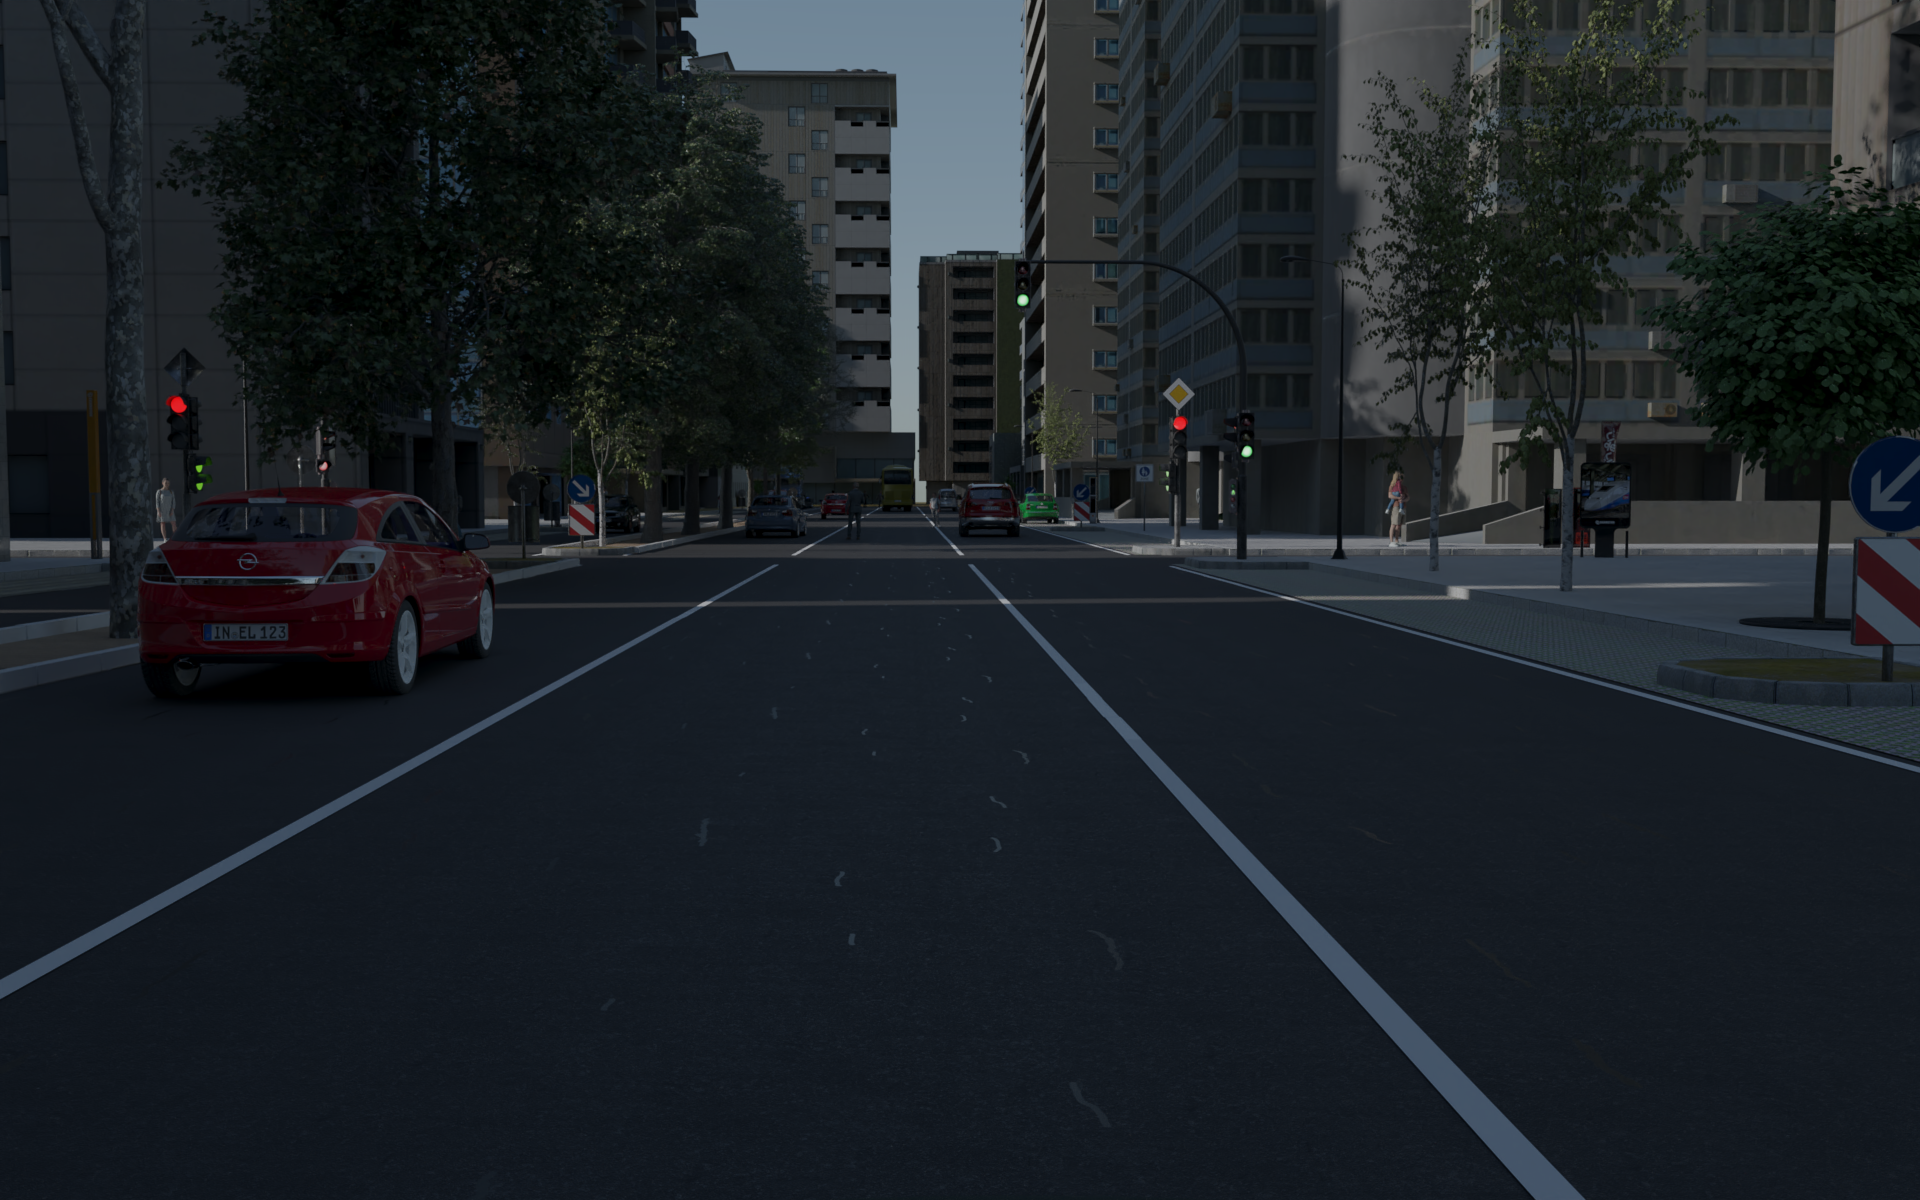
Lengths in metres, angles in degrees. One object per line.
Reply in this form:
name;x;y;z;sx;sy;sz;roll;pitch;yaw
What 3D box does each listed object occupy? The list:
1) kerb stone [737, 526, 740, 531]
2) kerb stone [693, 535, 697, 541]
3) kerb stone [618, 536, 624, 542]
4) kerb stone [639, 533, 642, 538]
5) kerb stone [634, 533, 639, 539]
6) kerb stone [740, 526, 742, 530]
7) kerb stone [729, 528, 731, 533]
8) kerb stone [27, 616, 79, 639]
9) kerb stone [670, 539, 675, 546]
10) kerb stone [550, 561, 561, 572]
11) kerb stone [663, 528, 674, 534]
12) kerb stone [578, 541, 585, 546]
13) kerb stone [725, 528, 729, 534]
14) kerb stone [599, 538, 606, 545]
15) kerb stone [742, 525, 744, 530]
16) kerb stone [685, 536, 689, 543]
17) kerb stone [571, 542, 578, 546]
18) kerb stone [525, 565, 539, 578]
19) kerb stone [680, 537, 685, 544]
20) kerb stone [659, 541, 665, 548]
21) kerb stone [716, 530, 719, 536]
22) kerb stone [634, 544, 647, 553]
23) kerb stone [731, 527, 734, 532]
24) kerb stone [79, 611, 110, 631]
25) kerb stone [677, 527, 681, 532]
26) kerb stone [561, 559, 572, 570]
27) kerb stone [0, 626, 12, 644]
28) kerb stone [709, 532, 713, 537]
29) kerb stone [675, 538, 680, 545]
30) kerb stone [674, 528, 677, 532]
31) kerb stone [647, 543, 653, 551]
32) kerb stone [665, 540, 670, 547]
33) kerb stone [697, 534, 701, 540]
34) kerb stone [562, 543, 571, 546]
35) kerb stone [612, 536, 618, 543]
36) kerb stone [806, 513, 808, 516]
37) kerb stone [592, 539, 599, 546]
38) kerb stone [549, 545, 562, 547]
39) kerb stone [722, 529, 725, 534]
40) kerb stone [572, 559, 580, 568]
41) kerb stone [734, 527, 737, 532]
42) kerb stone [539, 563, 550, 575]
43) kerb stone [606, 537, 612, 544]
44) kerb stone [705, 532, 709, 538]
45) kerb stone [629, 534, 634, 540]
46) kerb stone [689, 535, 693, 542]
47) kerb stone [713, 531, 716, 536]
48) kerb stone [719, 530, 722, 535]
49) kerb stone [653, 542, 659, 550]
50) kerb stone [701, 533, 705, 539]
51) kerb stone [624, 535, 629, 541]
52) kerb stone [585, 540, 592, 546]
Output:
kerb stone;-8.636;-2.693;66.227;0.120;0.150;1.000;0;4;-2
kerb stone;-8.222;-1.878;52.906;0.120;0.150;1.000;0;4;-2
kerb stone;-10.281;-1.811;51.801;0.120;0.150;1.000;0;4;-2
kerb stone;-10.413;-2.061;55.891;0.120;0.150;1.000;0;4;-2
kerb stone;-10.379;-1.998;54.869;0.120;0.150;1.000;0;4;-2
kerb stone;-8.676;-2.756;67.254;0.120;0.150;1.000;0;4;-2
kerb stone;-8.541;-2.497;63.145;0.120;0.150;1.000;0;4;-2
kerb stone;-9.192;0.292;17.429;0.120;0.150;1.000;0;4;-2
kerb stone;-8.056;-1.564;47.761;0.120;0.150;1.000;0;4;-2
kerb stone;-7.552;-0.595;31.917;0.120;0.150;1.000;0;4;-2
kerb stone;-10.634;-2.497;63.043;0.120;0.150;1.000;0;4;-2
kerb stone;-10.091;-1.434;45.647;0.120;0.150;1.000;0;4;-2
kerb stone;-8.505;-2.442;62.123;0.120;0.150;1.000;0;4;-2
kerb stone;-10.186;-1.620;48.716;0.120;0.150;1.000;0;4;-2
kerb stone;-8.708;-2.817;68.277;0.120;0.150;1.000;0;4;-2
kerb stone;-8.152;-1.747;50.850;0.120;0.150;1.000;0;4;-2
kerb stone;-10.054;-1.370;44.622;0.120;0.150;1.000;0;4;-2
kerb stone;-7.477;-0.470;29.874;0.120;0.150;1.000;0;4;-2
kerb stone;-8.117;-1.684;49.815;0.120;0.150;1.000;0;4;-2
kerb stone;-7.992;-1.439;45.717;0.120;0.150;1.000;0;4;-2
kerb stone;-8.409;-2.254;59.053;0.120;0.150;1.000;0;4;-2
kerb stone;-7.891;-1.246;42.632;0.120;0.150;1.000;0;4;-2
kerb stone;-8.576;-2.568;64.177;0.120;0.150;1.000;0;4;-2
kerb stone;-9.225;0.229;18.453;0.120;0.150;1.000;0;4;-2
kerb stone;-10.701;-2.620;65.096;0.120;0.150;1.000;0;4;-2
kerb stone;-7.583;-0.656;32.946;0.120;0.150;1.000;0;4;-2
kerb stone;-9.157;0.360;16.403;0.120;0.150;1.000;0;4;-2
kerb stone;-8.341;-2.129;57.009;0.120;0.150;1.000;0;4;-2
kerb stone;-8.079;-1.626;48.783;0.120;0.150;1.000;0;4;-2
kerb stone;-10.672;-2.561;64.073;0.120;0.150;1.000;0;4;-2
kerb stone;-7.928;-1.313;43.659;0.120;0.150;1.000;0;4;-2
kerb stone;-8.012;-1.498;46.740;0.120;0.150;1.000;0;4;-2
kerb stone;-8.247;-1.941;53.928;0.120;0.150;1.000;0;4;-2
kerb stone;-10.018;-1.308;43.597;0.120;0.150;1.000;0;4;-2
kerb stone;-10.255;-1.748;50.777;0.120;0.150;1.000;0;4;-2
kerb stone;-10.196;-5.700;115.407;0.120;0.150;1.000;0;4;-2
kerb stone;-10.158;-1.560;47.693;0.120;0.150;1.000;0;4;-2
kerb stone;-9.995;-1.246;42.572;0.120;0.150;1.000;0;4;-2
kerb stone;-8.475;-2.379;61.098;0.120;0.150;1.000;0;4;-2
kerb stone;-7.616;-0.720;33.968;0.120;0.150;1.000;0;4;-2
kerb stone;-8.612;-2.631;65.205;0.120;0.150;1.000;0;4;-2
kerb stone;-7.522;-0.532;30.896;0.120;0.150;1.000;0;4;-2
kerb stone;-10.217;-1.683;49.753;0.120;0.150;1.000;0;4;-2
kerb stone;-8.312;-2.065;55.987;0.120;0.150;1.000;0;4;-2
kerb stone;-10.344;-1.936;53.844;0.120;0.150;1.000;0;4;-2
kerb stone;-8.186;-1.816;51.881;0.120;0.150;1.000;0;4;-2
kerb stone;-8.377;-2.192;58.031;0.120;0.150;1.000;0;4;-2
kerb stone;-8.451;-2.315;60.076;0.120;0.150;1.000;0;4;-2
kerb stone;-7.960;-1.373;44.685;0.120;0.150;1.000;0;4;-2
kerb stone;-8.278;-2.004;54.965;0.120;0.150;1.000;0;4;-2
kerb stone;-10.311;-1.873;52.822;0.120;0.150;1.000;0;4;-2
kerb stone;-10.124;-1.497;46.669;0.120;0.150;1.000;0;4;-2
